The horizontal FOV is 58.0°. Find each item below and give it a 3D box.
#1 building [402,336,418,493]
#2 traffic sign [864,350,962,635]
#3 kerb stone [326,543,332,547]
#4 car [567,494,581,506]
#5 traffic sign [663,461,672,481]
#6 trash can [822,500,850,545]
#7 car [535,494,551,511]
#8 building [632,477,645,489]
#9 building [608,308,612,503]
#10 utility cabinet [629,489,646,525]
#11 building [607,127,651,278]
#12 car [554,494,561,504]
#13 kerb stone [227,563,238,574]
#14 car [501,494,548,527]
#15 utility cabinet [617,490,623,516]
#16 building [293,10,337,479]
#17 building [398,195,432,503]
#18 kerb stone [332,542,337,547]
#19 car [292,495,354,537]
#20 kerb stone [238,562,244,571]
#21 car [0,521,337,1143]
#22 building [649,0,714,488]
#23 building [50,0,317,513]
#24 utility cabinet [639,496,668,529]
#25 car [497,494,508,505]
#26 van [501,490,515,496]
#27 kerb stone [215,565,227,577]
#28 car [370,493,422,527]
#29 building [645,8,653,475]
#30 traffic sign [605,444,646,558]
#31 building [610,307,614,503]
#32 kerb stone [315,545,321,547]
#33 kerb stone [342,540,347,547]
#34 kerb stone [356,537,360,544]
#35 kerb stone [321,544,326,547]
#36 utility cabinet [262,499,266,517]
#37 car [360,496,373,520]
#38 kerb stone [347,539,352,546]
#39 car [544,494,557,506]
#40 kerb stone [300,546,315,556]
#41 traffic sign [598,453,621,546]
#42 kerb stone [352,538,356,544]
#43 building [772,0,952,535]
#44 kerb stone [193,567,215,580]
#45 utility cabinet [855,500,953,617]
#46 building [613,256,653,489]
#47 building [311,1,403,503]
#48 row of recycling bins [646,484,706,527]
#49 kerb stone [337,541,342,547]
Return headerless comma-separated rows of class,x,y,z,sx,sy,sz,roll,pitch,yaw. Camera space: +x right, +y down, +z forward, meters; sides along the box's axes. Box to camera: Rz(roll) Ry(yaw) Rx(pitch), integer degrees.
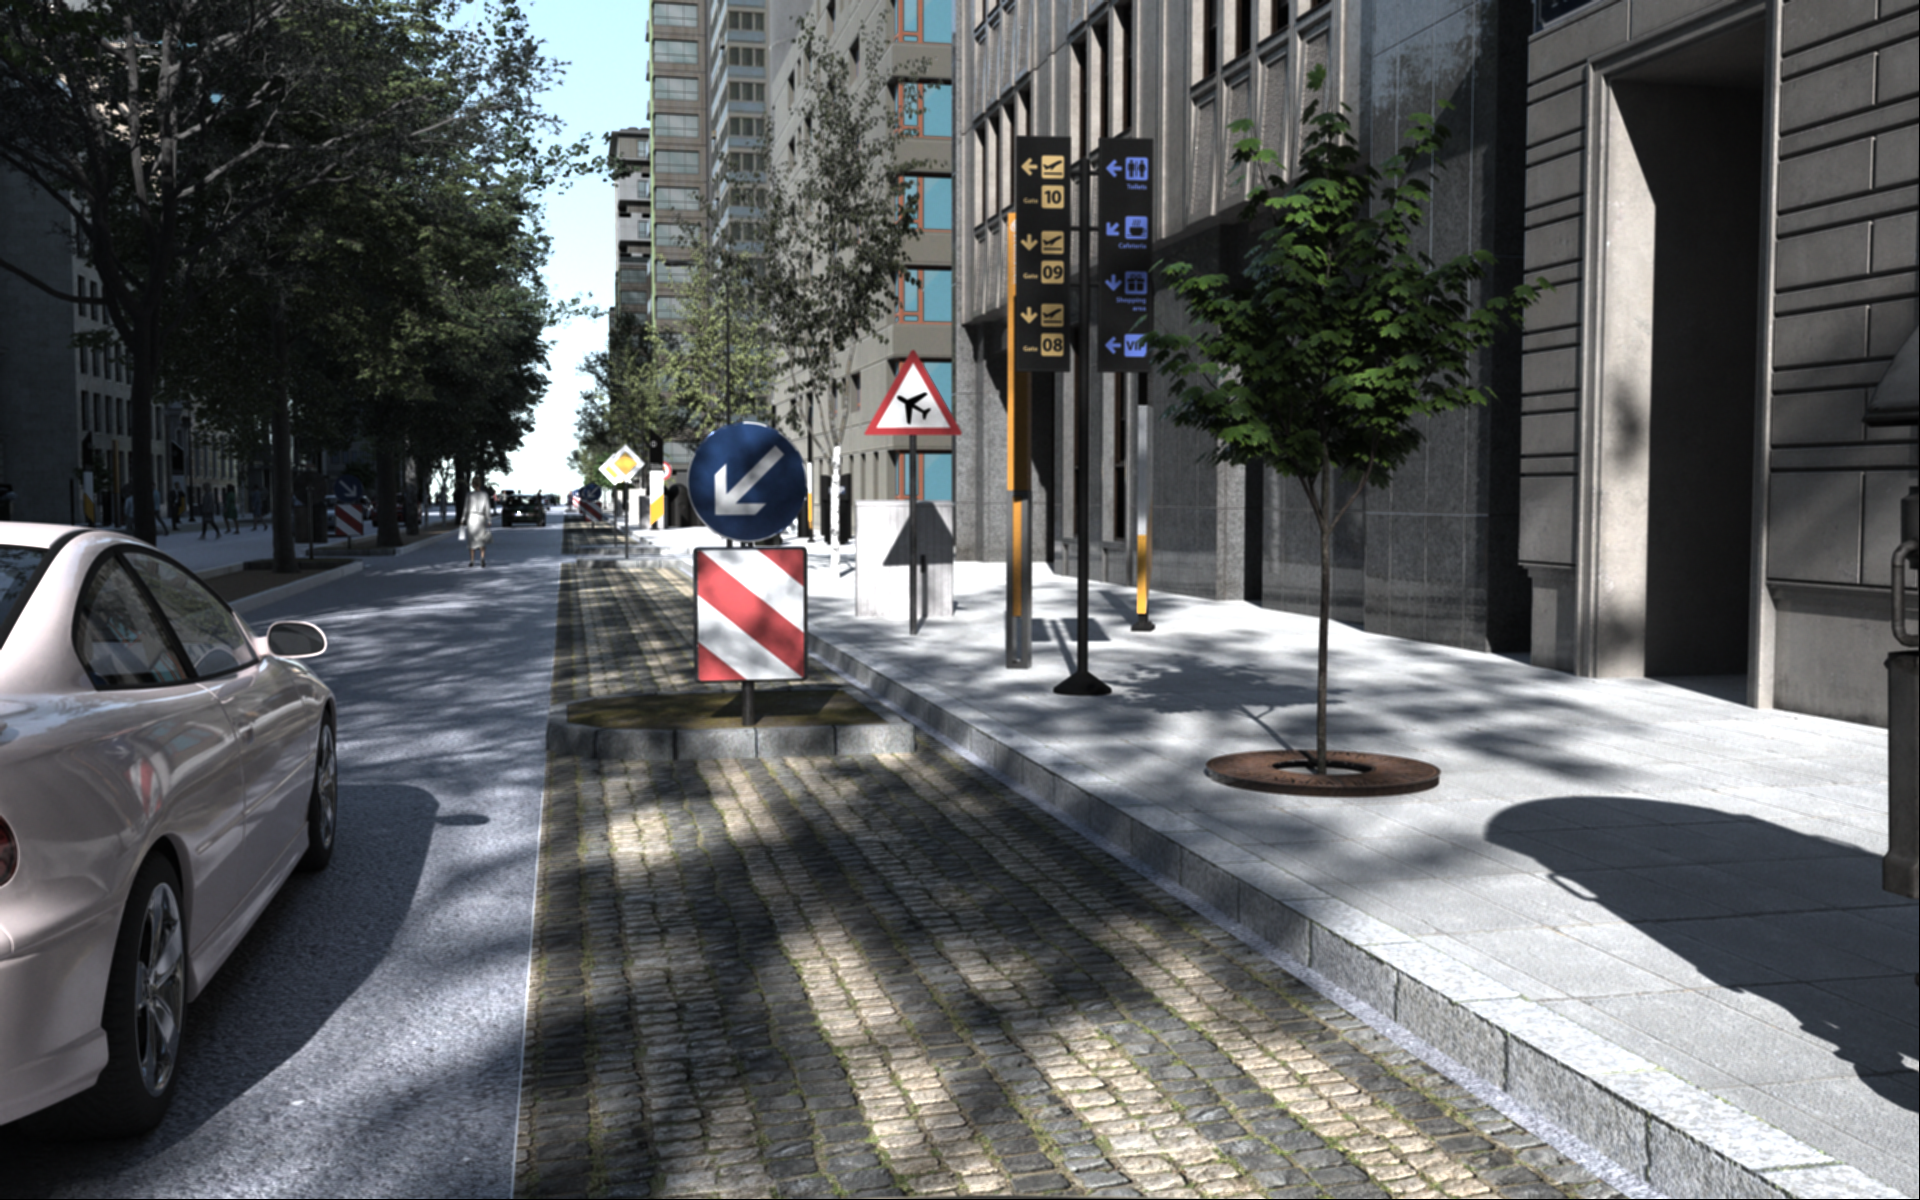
building,-79.579,-27.921,228.216,14.160,30.474,14.107,-1,4,-13
traffic sign,-0.427,-0.962,15.727,0.884,2.594,0.081,0,4,-8
kerb stone,-16.005,-1.309,43.607,0.120,0.150,1.000,-1,4,-13
car,-47.883,-12.566,215.243,2.009,1.686,4.222,-1,4,-11
traffic sign,-11.374,-4.036,66.093,0.768,2.556,0.104,0,4,-7
trash can,-3.135,-1.972,43.900,0.748,1.137,0.748,0,3,0
car,-36.879,-8.557,151.913,2.014,1.417,4.499,-1,4,-12
building,-17.613,-29.833,179.657,32.217,40.220,23.993,-1,4,-13
building,-46.929,-30.297,267.057,14.160,30.474,14.107,-1,4,-13
utility cabinet,-13.139,-3.869,71.931,1.173,1.500,0.318,0,4,0
building,-35.244,-40.269,247.640,28.713,52.752,27.495,-1,4,-13
car,-55.377,-13.686,235.570,2.131,1.459,4.920,-1,4,-14
kerb stone,-13.143,-0.539,31.056,0.120,0.150,1.000,-1,4,-13
car,-19.105,-4.044,75.905,2.009,1.686,4.222,-1,4,-11
utility cabinet,-19.314,-5.488,98.403,0.318,1.500,1.173,-1,4,-13
building,-67.745,-30.429,152.138,22.147,44.769,28.867,-1,4,-13
building,-85.923,-37.018,255.346,14.600,45.320,14.200,-1,4,-13
kerb stone,-16.236,-1.366,44.609,0.120,0.150,1.000,-1,4,-13
car,-21.681,-2.895,59.328,2.014,1.417,4.499,-1,4,-11
kerb stone,-13.384,-0.602,32.050,0.120,0.150,1.000,-1,4,-13
car,-2.999,0.450,5.013,2.083,1.381,4.827,-1,4,-13
building,-15.927,-27.227,128.763,14.154,41.232,14.086,-1,4,-13
building,-60.006,-30.813,123.401,23.786,49.044,30.456,-1,4,-13
utility cabinet,-11.352,-3.242,64.169,1.020,1.237,0.306,-1,4,-22
car,-56.063,-12.360,211.877,2.009,1.686,4.222,-1,4,-14
van,-62.716,-14.435,240.399,2.240,2.365,5.245,-1,4,-11
kerb stone,-12.926,-0.479,30.057,0.120,0.150,1.000,-1,4,-13
car,-25.256,-4.201,77.722,2.155,1.783,4.494,-1,4,-11
building,-15.716,-32.524,151.368,23.786,49.044,30.456,-1,4,-13
traffic sign,-6.663,-1.891,34.563,0.795,2.450,0.064,-1,4,-13
building,-37.822,-27.791,226.091,14.160,30.474,14.107,-1,4,-13
kerb stone,-15.548,-1.187,41.604,0.120,0.150,1.000,-1,4,-13
kerb stone,-16.694,-1.493,46.601,0.120,0.150,1.000,-1,4,-13
kerb stone,-17.371,-1.675,49.606,0.120,0.150,1.000,-1,4,-13
kerb stone,-15.783,-1.248,42.599,0.120,0.150,1.000,-1,4,-13
utility cabinet,-39.297,-5.421,97.314,0.318,1.500,1.173,-2,4,-35
car,-33.464,-5.079,95.616,1.945,1.354,3.894,-1,4,-13
kerb stone,-16.911,-1.552,47.600,0.120,0.150,1.000,-1,4,-13
car,-51.583,-12.566,217.249,2.131,1.459,4.920,-1,4,-15
kerb stone,-15.322,-1.126,40.598,0.120,0.150,1.000,-1,4,-13
traffic sign,-8.435,-2.367,42.349,0.795,2.450,0.064,-1,4,-13
kerb stone,-17.155,-1.615,48.602,0.120,0.150,1.000,-1,4,-13
building,9.217,-13.349,63.298,28.899,21.520,27.650,-1,4,-13
kerb stone,-12.697,-0.419,29.054,0.120,0.150,1.000,-1,4,-13
utility cabinet,-0.590,-0.433,18.235,1.020,1.237,0.306,0,4,-5
building,-34.641,-26.952,212.373,14.160,30.474,14.107,-1,4,-13
building,-78.920,-40.589,205.628,21.231,58.520,28.212,-1,4,-13
row of recycling bins,-10.691,-3.740,68.268,3.534,1.692,1.069,-3,4,-38
kerb stone,-16.468,-1.428,45.604,0.120,0.150,1.000,-1,4,-13
